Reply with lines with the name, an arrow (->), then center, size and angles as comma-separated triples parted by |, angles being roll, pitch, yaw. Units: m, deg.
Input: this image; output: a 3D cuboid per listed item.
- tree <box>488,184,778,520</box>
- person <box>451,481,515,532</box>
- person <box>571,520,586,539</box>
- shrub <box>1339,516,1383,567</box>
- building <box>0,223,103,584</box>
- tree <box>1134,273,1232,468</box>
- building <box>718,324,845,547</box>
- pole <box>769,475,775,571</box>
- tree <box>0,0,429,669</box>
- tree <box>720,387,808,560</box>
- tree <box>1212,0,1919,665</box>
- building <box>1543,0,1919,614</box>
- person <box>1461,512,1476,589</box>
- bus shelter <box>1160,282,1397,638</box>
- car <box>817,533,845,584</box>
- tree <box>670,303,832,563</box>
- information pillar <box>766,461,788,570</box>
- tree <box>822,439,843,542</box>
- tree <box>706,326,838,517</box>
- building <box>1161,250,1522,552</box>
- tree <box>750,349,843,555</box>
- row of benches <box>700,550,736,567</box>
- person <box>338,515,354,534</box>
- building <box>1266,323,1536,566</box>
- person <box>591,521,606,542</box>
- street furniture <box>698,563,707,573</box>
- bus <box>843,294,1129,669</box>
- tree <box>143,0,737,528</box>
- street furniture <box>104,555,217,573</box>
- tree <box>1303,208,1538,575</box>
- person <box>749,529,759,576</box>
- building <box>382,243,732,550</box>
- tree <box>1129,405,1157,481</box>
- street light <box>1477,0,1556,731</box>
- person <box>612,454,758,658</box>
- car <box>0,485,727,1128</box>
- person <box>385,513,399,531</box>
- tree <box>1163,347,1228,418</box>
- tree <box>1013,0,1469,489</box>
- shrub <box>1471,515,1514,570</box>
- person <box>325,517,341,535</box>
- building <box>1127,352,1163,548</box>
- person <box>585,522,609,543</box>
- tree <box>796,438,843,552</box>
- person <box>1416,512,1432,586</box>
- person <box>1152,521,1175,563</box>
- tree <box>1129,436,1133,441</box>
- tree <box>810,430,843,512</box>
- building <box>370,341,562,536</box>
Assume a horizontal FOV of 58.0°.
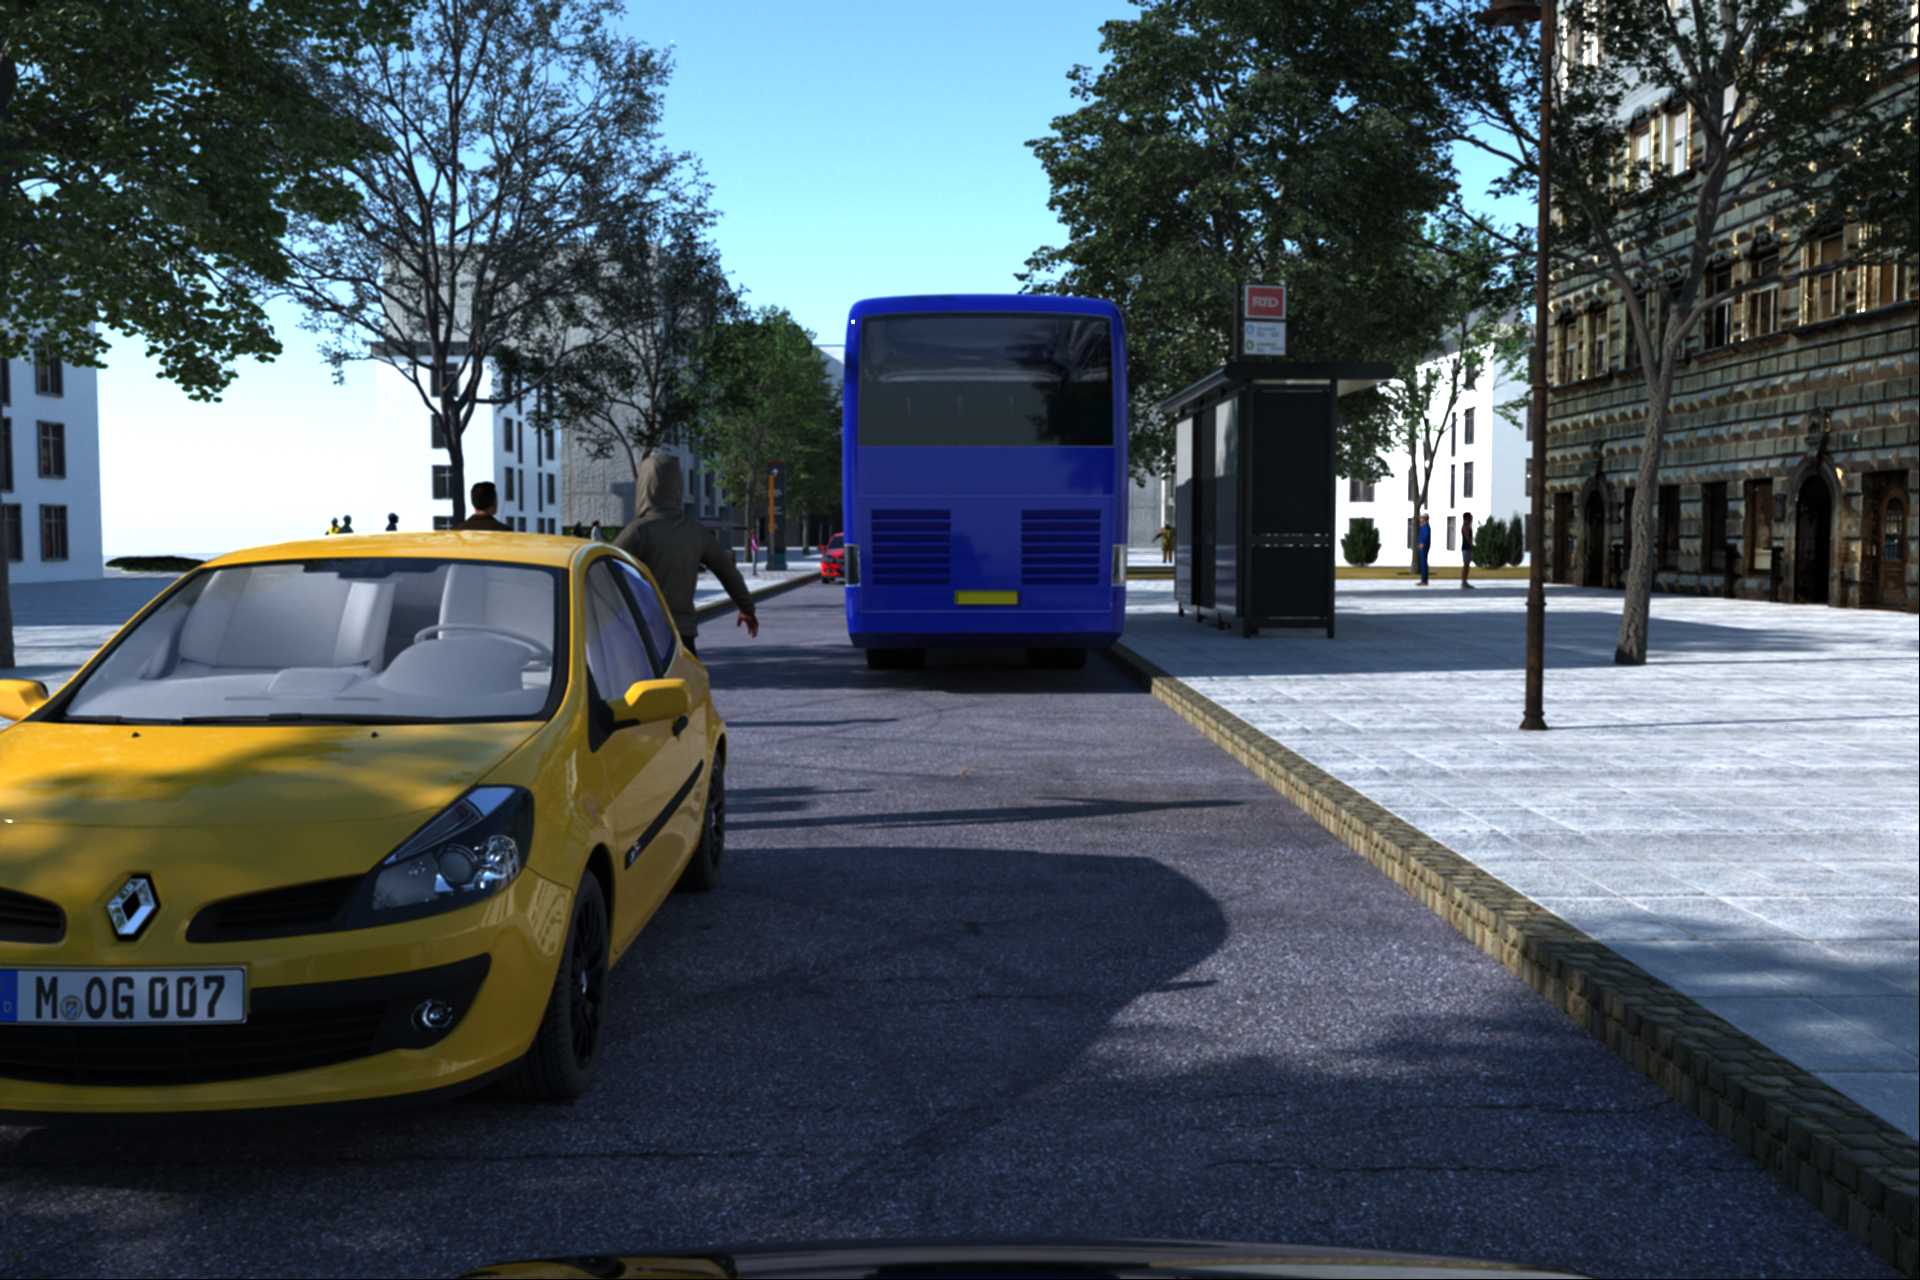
tree -> -8.894, -6.874, 46.810 | 8.767, 10.594, 7.601 | 0, 4, 3
person -> -3.408, -0.240, 12.515 | 1.346, 1.812, 0.704 | 1, 4, 11
person -> -16.002, -4.093, 72.694 | 0.705, 1.856, 1.354 | 1, 4, 15
shrub -> 15.781, -3.897, 68.139 | 1.690, 2.028, 1.600 | 0, 3, 0
building -> -25.268, -5.706, 35.443 | 9.099, 9.664, 28.070 | 0, 4, 0
tree -> 6.200, -5.940, 47.474 | 4.360, 8.622, 3.978 | 0, 3, 0
building -> -26.392, -20.848, 184.841 | 27.936, 21.610, 32.646 | 0, 4, 0
pole -> -6.509, -4.042, 59.936 | 0.158, 3.312, 0.155 | 0, 3, 0
tree -> -8.943, -6.014, 16.448 | 7.486, 12.596, 7.792 | 0, 3, 0
tree -> -10.133, -8.202, 84.465 | 4.360, 8.622, 3.978 | 0, 3, 0
tree -> 6.638, -5.016, 16.424 | 8.767, 10.594, 7.601 | 0, 4, -7
building -> 24.411, -12.518, 35.606 | 19.493, 23.208, 18.063 | 0, 4, 0
person -> 11.964, -2.118, 40.798 | 0.704, 1.807, 1.345 | 1, 4, 11
bus shelter -> 4.220, -2.922, 25.400 | 2.179, 5.291, 8.768 | 0, 4, -1
car -> -3.114, -2.575, 51.138 | 2.155, 1.783, 4.494 | 0, 4, -1
tree -> -9.324, -9.261, 77.173 | 9.928, 11.665, 9.643 | 0, 3, 0
information pillar -> -6.533, -4.424, 61.712 | 0.750, 3.857, 0.750 | 0, 4, -1
tree -> -9.572, -11.032, 130.741 | 4.737, 8.622, 4.395 | 0, 3, 0
tree -> -10.277, -10.742, 93.764 | 7.486, 12.596, 7.792 | 0, 3, 0
building -> 24.061, -15.302, 116.649 | 16.747, 18.905, 31.486 | 0, 4, -1
tree -> -9.523, -11.493, 106.034 | 7.486, 12.596, 7.792 | 0, 3, 0
row of benches -> -9.733, -2.973, 64.064 | 1.422, 0.672, 4.104 | 2, 4, 33
person -> -18.222, -2.799, 51.619 | 0.705, 1.847, 1.347 | 1, 4, 13
building -> 21.654, -8.620, 83.078 | 9.099, 9.664, 28.070 | 0, 4, -1
person -> -14.295, -3.801, 68.335 | 0.705, 1.806, 1.347 | 0, 4, 8
street furniture -> -10.578, -2.317, 53.510 | 5.734, 0.657, 10.072 | 0, 4, -2
bus -> 0.131, -1.818, 21.278 | 2.896, 3.916, 12.251 | 0, 4, -1
tree -> -9.313, -7.428, 31.822 | 12.009, 13.543, 11.850 | 0, 3, 0
street furniture -> -27.555, -2.849, 62.203 | 5.734, 0.657, 10.072 | -2, 4, -26
tree -> 14.584, -7.872, 54.460 | 9.928, 11.665, 9.643 | 0, 3, 0
person -> -6.218, -2.675, 53.004 | 0.599, 1.433, 0.991 | 0, 4, -7
building -> -26.563, -15.588, 121.322 | 16.747, 18.905, 31.486 | 0, 4, 0
tree -> 5.979, -9.441, 88.771 | 8.767, 10.594, 7.601 | 0, 4, 0
street light -> 3.773, -2.350, 11.215 | 0.468, 5.910, 1.993 | 0, 3, 0
person -> -1.464, 0.011, 8.400 | 0.705, 1.813, 1.348 | 3, 5, 43
car -> -1.797, 0.283, 5.597 | 2.015, 1.641, 3.980 | 0, 4, -1
person -> -15.171, -2.483, 46.444 | 0.704, 1.849, 1.345 | -2, 4, -32
tree -> 9.040, -6.935, 63.743 | 4.360, 8.622, 3.978 | 0, 3, 0
tree -> 5.864, -7.890, 35.652 | 9.857, 13.997, 8.962 | 0, 3, 0
shrub -> 19.144, -3.548, 62.427 | 1.690, 2.028, 1.600 | 0, 3, 0
person -> -20.773, -3.153, 57.518 | 1.349, 1.833, 0.705 | 1, 4, 22
building -> 22.254, -19.002, 177.144 | 16.747, 18.905, 31.486 | 0, 3, 0
person -> -16.096, -4.288, 76.333 | 1.346, 1.802, 0.704 | 1, 4, 22
tree -> -9.780, -10.418, 120.689 | 4.360, 8.622, 3.978 | 0, 3, 0
person -> 11.571, -2.286, 43.260 | 0.705, 1.842, 1.347 | 1, 4, 13
person -> 9.187, -4.333, 76.621 | 1.354, 1.858, 0.705 | 0, 4, 0
tree -> 5.634, -7.703, 76.309 | 4.737, 8.622, 4.395 | 0, 3, 0
tree -> -10.135, -13.275, 151.451 | 7.601, 10.594, 8.767 | -2, 4, -24
building -> -25.036, -9.018, 89.587 | 9.099, 9.664, 28.070 | 0, 4, -1
